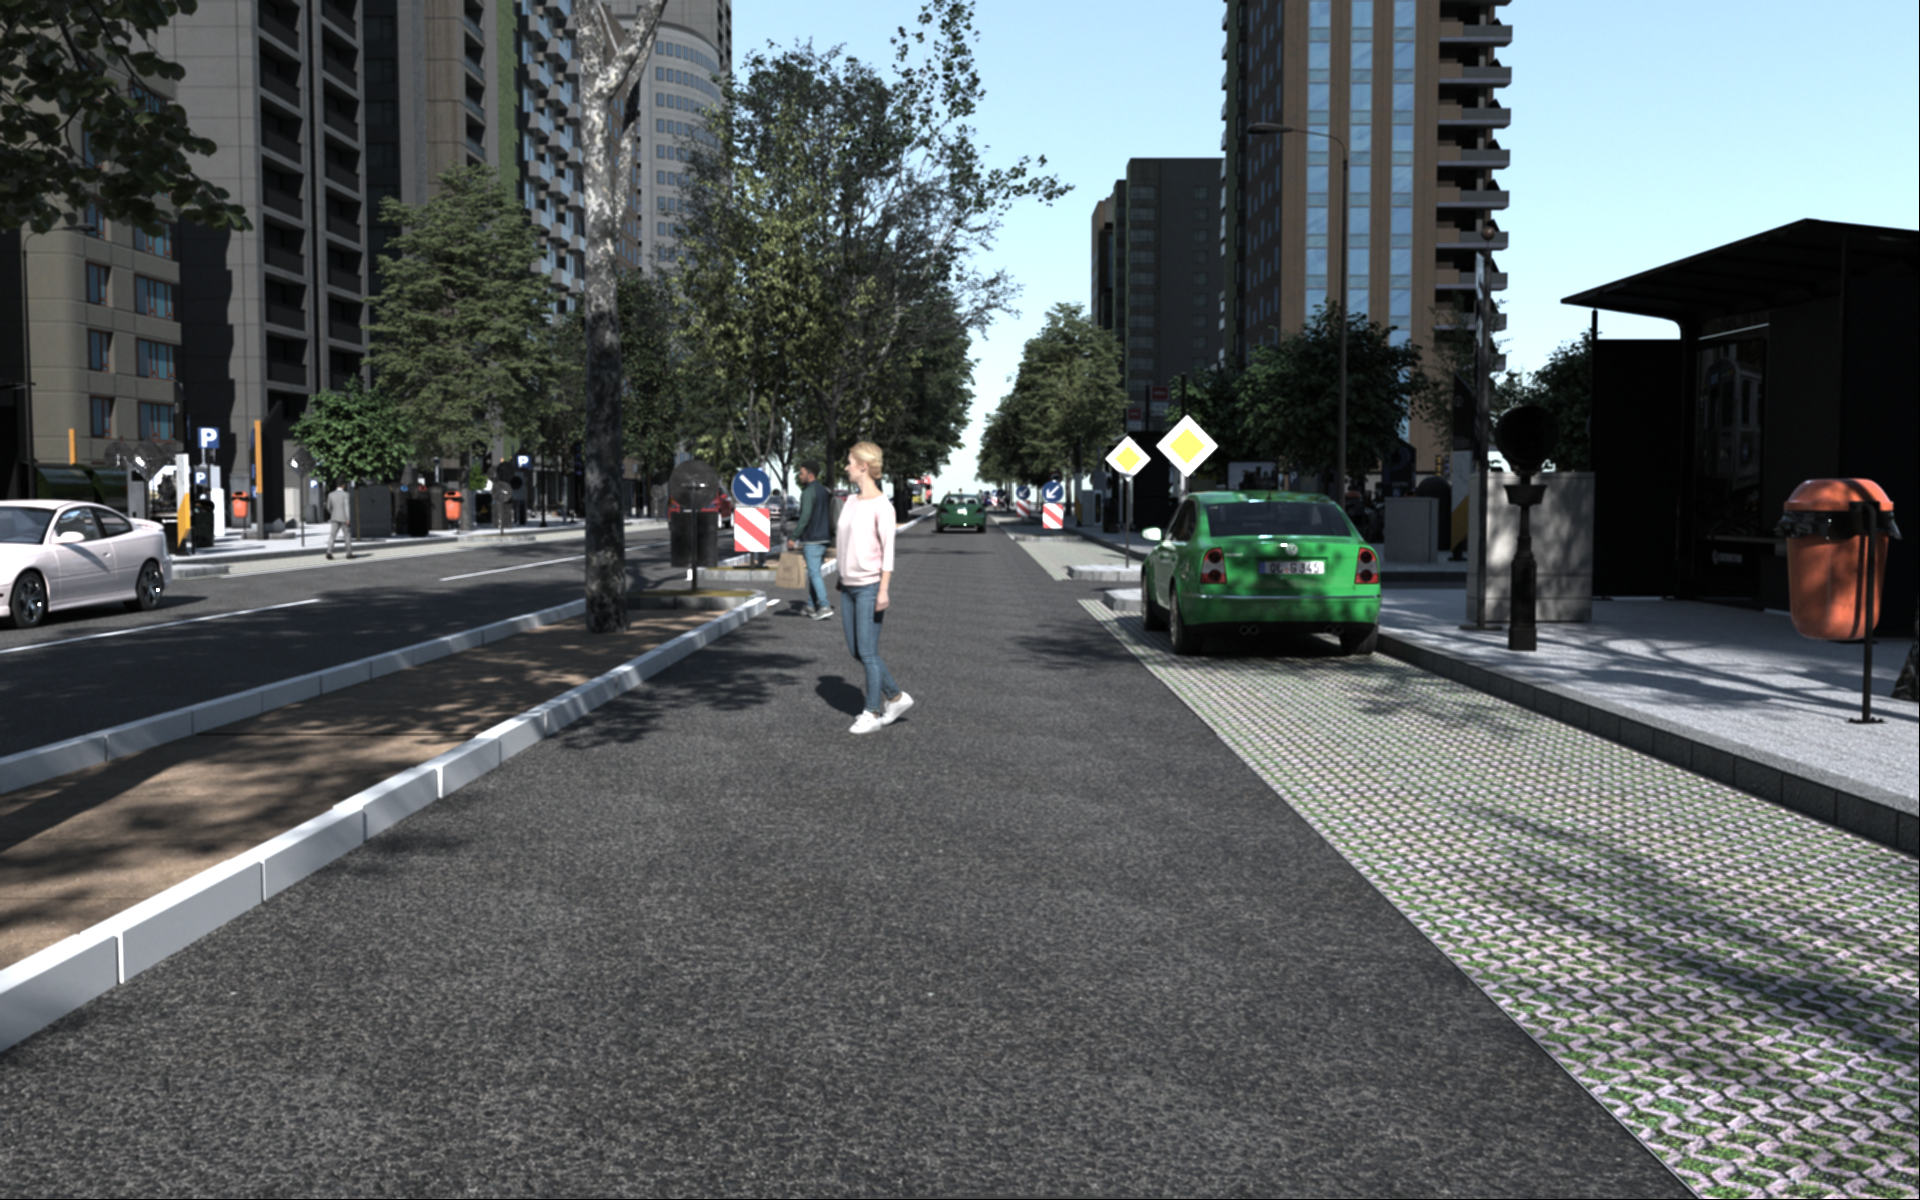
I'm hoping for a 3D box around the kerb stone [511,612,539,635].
[{"bbox_3d":[-4.571,0.261,17.923,0.120,0.150,1.000,0,4,0],"label":"kerb stone"}]

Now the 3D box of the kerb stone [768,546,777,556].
[{"bbox_3d":[-4.497,-1.150,40.992,0.120,0.150,1.000,0,4,0],"label":"kerb stone"}]

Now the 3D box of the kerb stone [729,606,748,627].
[{"bbox_3d":[-2.466,0.201,18.916,0.120,0.150,1.000,0,4,0],"label":"kerb stone"}]

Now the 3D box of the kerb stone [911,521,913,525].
[{"bbox_3d":[-2.255,-3.283,75.876,0.120,0.150,1.000,0,4,0],"label":"kerb stone"}]

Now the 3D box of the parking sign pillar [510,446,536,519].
[{"bbox_3d":[-23.162,-6.295,91.389,1.447,3.967,1.447,3,4,37],"label":"parking sign pillar"}]

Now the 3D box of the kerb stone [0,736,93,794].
[{"bbox_3d":[-4.605,0.825,8.704,0.120,0.150,1.000,0,4,0],"label":"kerb stone"}]

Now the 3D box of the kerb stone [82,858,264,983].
[{"bbox_3d":[-2.511,1.017,5.572,0.120,0.150,1.000,0,4,0],"label":"kerb stone"}]

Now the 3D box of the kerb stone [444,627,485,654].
[{"bbox_3d":[-4.582,0.387,15.875,0.120,0.150,1.000,0,4,0],"label":"kerb stone"}]

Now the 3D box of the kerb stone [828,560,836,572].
[{"bbox_3d":[-2.418,-0.587,31.794,0.120,0.150,1.000,0,4,0],"label":"kerb stone"}]

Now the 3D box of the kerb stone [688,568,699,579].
[{"bbox_3d":[-4.529,-0.460,29.727,0.120,0.150,1.000,0,4,0],"label":"kerb stone"}]

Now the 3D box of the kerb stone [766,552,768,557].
[{"bbox_3d":[-4.499,-1.023,38.948,0.120,0.150,1.000,0,4,0],"label":"kerb stone"}]

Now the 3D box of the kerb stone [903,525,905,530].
[{"bbox_3d":[-2.289,-2.716,66.640,0.120,0.150,1.000,0,4,0],"label":"kerb stone"}]

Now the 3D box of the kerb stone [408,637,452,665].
[{"bbox_3d":[-4.585,0.451,14.846,0.120,0.150,1.000,0,4,0],"label":"kerb stone"}]

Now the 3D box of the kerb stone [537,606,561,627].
[{"bbox_3d":[-4.568,0.204,18.946,0.120,0.150,1.000,0,4,0],"label":"kerb stone"}]

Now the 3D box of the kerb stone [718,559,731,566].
[{"bbox_3d":[-4.519,-0.647,32.813,0.120,0.150,1.000,0,4,0],"label":"kerb stone"}]

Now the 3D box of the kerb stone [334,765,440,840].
[{"bbox_3d":[-2.517,0.891,7.626,0.120,0.150,1.000,0,4,0],"label":"kerb stone"}]

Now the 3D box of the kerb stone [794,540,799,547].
[{"bbox_3d":[-4.470,-1.463,46.116,0.120,0.150,1.000,0,4,0],"label":"kerb stone"}]

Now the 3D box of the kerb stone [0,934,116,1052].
[{"bbox_3d":[-2.521,1.079,4.549,0.120,0.150,1.000,0,4,0],"label":"kerb stone"}]

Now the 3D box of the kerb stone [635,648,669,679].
[{"bbox_3d":[-2.485,0.519,13.782,0.120,0.150,1.000,0,4,0],"label":"kerb stone"}]

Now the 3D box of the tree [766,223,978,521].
[{"bbox_3d":[-3.812,-10.480,80.459,9.857,13.997,8.962,0,3,0],"label":"tree"}]

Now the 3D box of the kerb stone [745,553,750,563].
[{"bbox_3d":[-4.499,-0.835,35.882,0.120,0.150,1.000,0,4,0],"label":"kerb stone"}]

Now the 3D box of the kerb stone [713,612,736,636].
[{"bbox_3d":[-2.463,0.263,17.894,0.120,0.150,1.000,0,4,0],"label":"kerb stone"}]

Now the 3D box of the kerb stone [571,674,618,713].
[{"bbox_3d":[-2.498,0.644,11.733,0.120,0.150,1.000,0,4,0],"label":"kerb stone"}]

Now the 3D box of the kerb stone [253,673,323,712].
[{"bbox_3d":[-4.600,0.637,11.780,0.120,0.150,1.000,0,4,0],"label":"kerb stone"}]

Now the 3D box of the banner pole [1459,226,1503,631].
[{"bbox_3d":[4.841,-1.596,16.110,0.401,3.779,0.863,2,4,26],"label":"banner pole"}]

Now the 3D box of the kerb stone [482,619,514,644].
[{"bbox_3d":[-4.569,0.324,16.901,0.120,0.150,1.000,0,4,0],"label":"kerb stone"}]

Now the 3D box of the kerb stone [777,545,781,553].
[{"bbox_3d":[-4.479,-1.212,42.014,0.120,0.150,1.000,0,4,0],"label":"kerb stone"}]

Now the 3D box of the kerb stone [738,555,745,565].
[{"bbox_3d":[-4.506,-0.771,34.858,0.120,0.150,1.000,0,4,0],"label":"kerb stone"}]

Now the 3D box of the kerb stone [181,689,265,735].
[{"bbox_3d":[-4.599,0.700,10.757,0.120,0.150,1.000,0,4,0],"label":"kerb stone"}]

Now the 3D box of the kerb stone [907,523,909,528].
[{"bbox_3d":[-2.281,-2.966,70.751,0.120,0.150,1.000,0,4,0],"label":"kerb stone"}]

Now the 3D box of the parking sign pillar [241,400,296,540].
[{"bbox_3d":[-19.732,-3.721,49.311,1.447,3.967,1.447,0,4,3],"label":"parking sign pillar"}]

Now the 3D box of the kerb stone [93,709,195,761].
[{"bbox_3d":[-4.602,0.762,9.735,0.120,0.150,1.000,0,4,0],"label":"kerb stone"}]

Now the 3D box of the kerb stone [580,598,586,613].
[{"bbox_3d":[-4.559,0.074,20.991,0.120,0.150,1.000,0,4,0],"label":"kerb stone"}]

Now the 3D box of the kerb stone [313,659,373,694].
[{"bbox_3d":[-4.592,0.576,12.802,0.120,0.150,1.000,0,4,0],"label":"kerb stone"}]

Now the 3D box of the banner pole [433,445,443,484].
[{"bbox_3d":[-25.906,-5.880,86.156,0.863,3.779,0.401,2,4,35],"label":"banner pole"}]

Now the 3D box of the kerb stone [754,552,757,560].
[{"bbox_3d":[-4.497,-0.900,36.904,0.120,0.150,1.000,0,4,0],"label":"kerb stone"}]

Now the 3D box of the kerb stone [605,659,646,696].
[{"bbox_3d":[-2.482,0.579,12.755,0.120,0.150,1.000,0,4,0],"label":"kerb stone"}]

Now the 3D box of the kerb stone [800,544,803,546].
[{"bbox_3d":[-4.459,-1.589,48.176,0.120,0.150,1.000,0,4,0],"label":"kerb stone"}]

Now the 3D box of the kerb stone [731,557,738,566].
[{"bbox_3d":[-4.516,-0.712,33.836,0.120,0.150,1.000,0,4,0],"label":"kerb stone"}]

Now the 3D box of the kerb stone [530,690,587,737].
[{"bbox_3d":[-2.495,0.702,10.711,0.120,0.150,1.000,0,4,0],"label":"kerb stone"}]

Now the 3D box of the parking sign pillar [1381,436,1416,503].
[{"bbox_3d":[17.700,-4.979,69.885,1.447,3.967,1.447,3,4,36],"label":"parking sign pillar"}]

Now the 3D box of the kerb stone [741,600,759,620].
[{"bbox_3d":[-2.462,0.140,19.949,0.120,0.150,1.000,0,4,0],"label":"kerb stone"}]

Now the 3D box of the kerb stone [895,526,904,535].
[{"bbox_3d":[-2.298,-2.649,65.606,0.120,0.150,1.000,0,4,0],"label":"kerb stone"}]

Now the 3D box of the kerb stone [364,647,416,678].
[{"bbox_3d":[-4.586,0.512,13.824,0.120,0.150,1.000,0,4,0],"label":"kerb stone"}]

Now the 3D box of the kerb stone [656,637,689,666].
[{"bbox_3d":[-2.481,0.452,14.804,0.120,0.150,1.000,0,4,0],"label":"kerb stone"}]

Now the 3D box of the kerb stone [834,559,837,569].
[{"bbox_3d":[-2.411,-0.649,32.820,0.120,0.150,1.000,0,4,0],"label":"kerb stone"}]

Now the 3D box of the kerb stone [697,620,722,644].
[{"bbox_3d":[-2.474,0.330,16.868,0.120,0.150,1.000,0,4,0],"label":"kerb stone"}]

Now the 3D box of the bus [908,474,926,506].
[{"bbox_3d":[-5.757,-13.630,214.403,2.896,3.916,12.252,0,4,1],"label":"bus"}]

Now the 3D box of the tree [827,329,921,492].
[{"bbox_3d":[-3.601,-7.360,73.161,4.360,8.622,3.978,0,3,0],"label":"tree"}]

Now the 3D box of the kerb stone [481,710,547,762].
[{"bbox_3d":[-2.507,0.766,9.686,0.120,0.150,1.000,0,4,0],"label":"kerb stone"}]

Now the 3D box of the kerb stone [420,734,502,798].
[{"bbox_3d":[-2.499,0.829,8.659,0.120,0.150,1.000,0,4,0],"label":"kerb stone"}]

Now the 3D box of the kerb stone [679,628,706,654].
[{"bbox_3d":[-2.478,0.392,15.833,0.120,0.150,1.000,0,4,0],"label":"kerb stone"}]

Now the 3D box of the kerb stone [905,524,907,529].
[{"bbox_3d":[-2.279,-2.844,68.696,0.120,0.150,1.000,0,4,0],"label":"kerb stone"}]

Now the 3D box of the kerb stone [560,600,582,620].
[{"bbox_3d":[-4.556,0.139,19.969,0.120,0.150,1.000,0,4,0],"label":"kerb stone"}]

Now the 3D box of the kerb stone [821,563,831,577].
[{"bbox_3d":[-2.428,-0.525,30.772,0.120,0.150,1.000,0,4,0],"label":"kerb stone"}]

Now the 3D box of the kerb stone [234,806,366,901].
[{"bbox_3d":[-2.509,0.959,6.600,0.120,0.150,1.000,0,4,0],"label":"kerb stone"}]

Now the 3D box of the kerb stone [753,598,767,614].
[{"bbox_3d":[-2.460,0.075,20.986,0.120,0.150,1.000,0,4,0],"label":"kerb stone"}]
